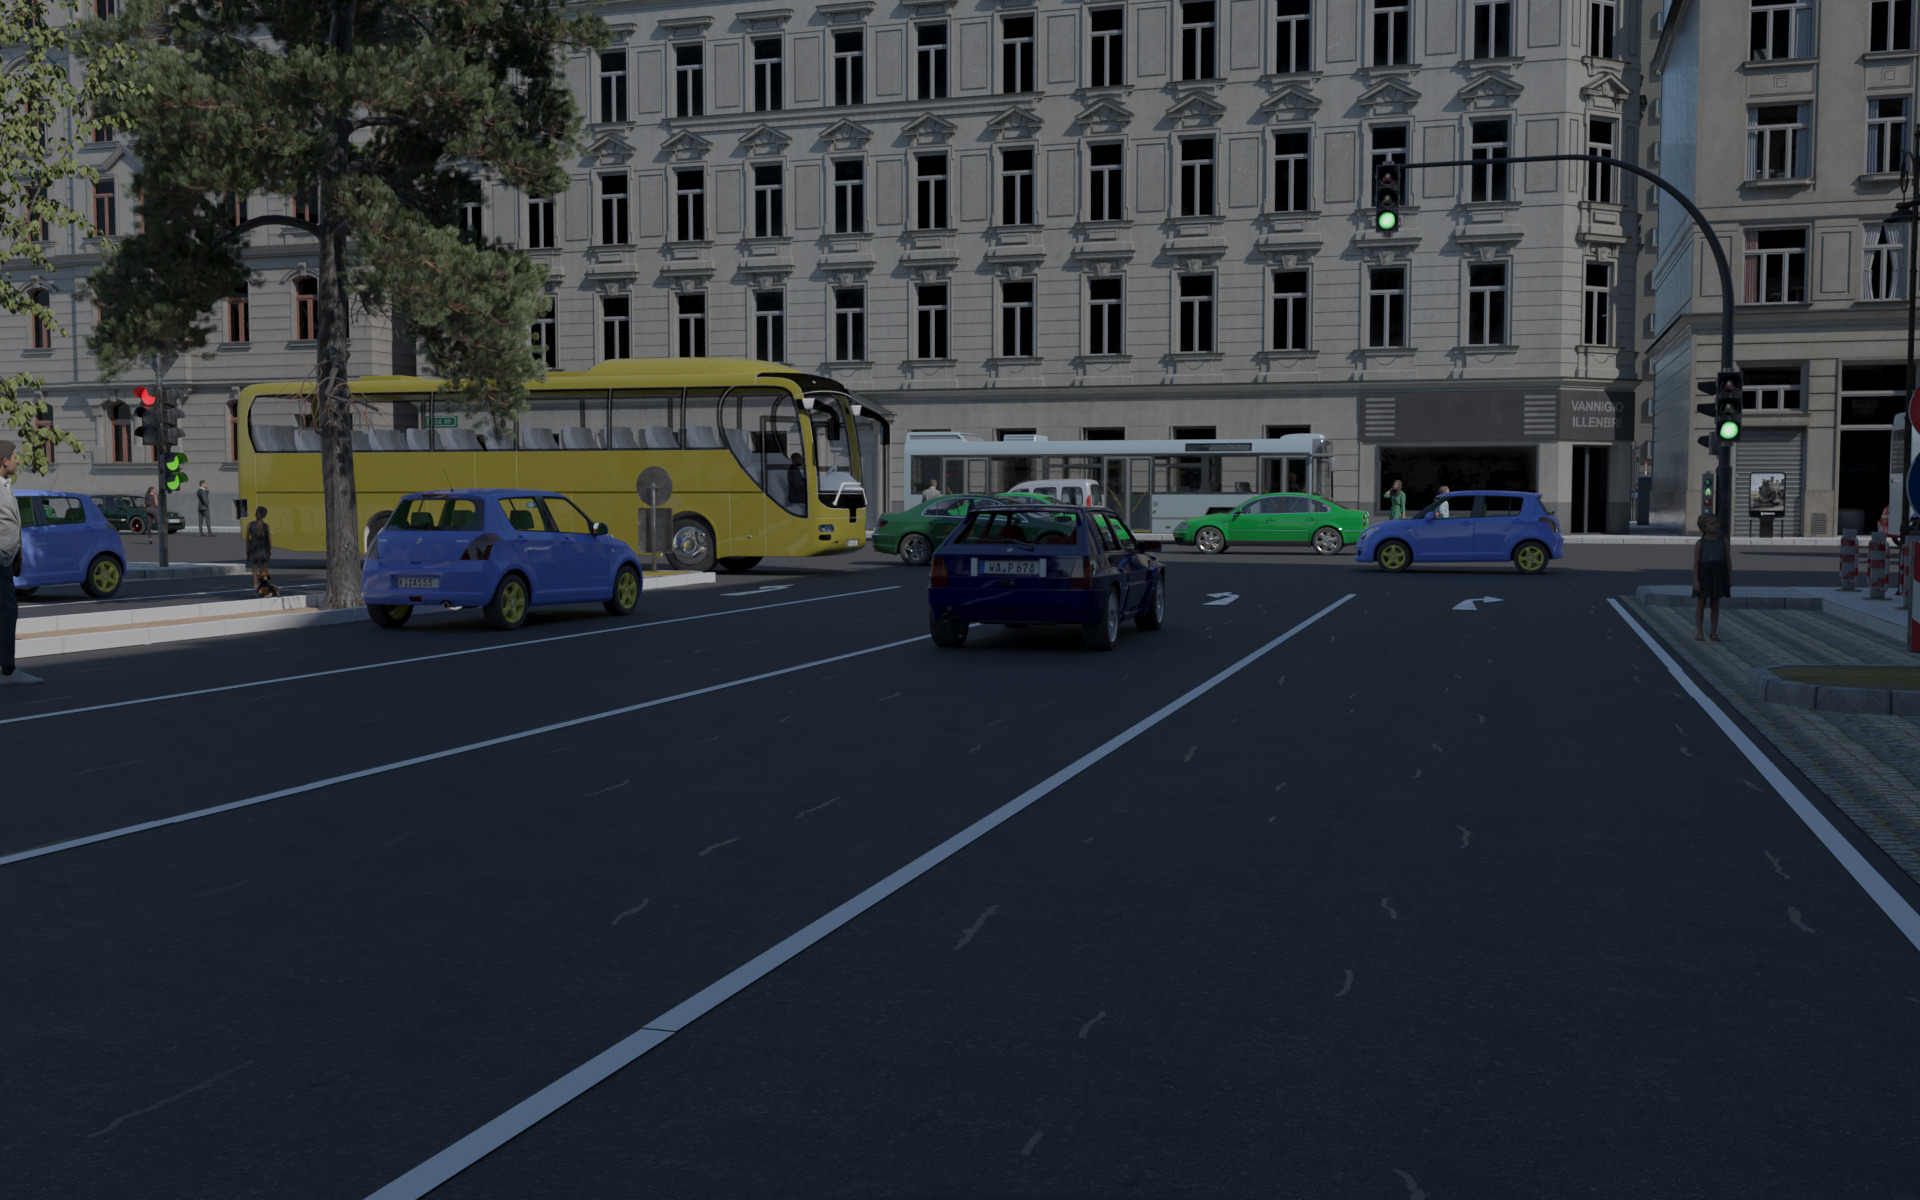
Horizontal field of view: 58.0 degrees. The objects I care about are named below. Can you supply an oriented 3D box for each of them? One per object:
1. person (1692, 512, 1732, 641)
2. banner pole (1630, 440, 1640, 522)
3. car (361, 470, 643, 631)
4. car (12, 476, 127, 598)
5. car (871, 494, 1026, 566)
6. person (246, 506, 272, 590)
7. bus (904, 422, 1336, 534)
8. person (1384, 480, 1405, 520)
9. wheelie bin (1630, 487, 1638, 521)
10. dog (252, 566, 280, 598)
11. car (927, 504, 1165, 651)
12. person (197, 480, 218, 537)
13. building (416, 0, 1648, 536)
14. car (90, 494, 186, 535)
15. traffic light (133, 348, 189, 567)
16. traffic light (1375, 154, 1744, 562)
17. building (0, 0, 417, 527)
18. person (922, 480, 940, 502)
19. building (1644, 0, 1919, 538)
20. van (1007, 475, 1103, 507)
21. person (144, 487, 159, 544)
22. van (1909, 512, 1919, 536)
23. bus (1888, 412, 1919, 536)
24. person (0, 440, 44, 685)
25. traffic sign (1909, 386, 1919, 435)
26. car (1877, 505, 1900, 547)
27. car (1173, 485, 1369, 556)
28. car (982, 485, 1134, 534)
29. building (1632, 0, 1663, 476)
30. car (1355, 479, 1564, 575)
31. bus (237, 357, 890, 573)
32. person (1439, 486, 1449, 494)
[{"bbox_3d":[7.309,-0.223,16.823,0.362,1.253,0.373,1,4,11],"label":"person"},{"bbox_3d":[31.332,-5.518,80.241,0.401,3.779,0.863,0,4,6],"label":"banner pole"},{"bbox_3d":[-5.054,-0.615,19.642,1.945,1.707,3.694,1,4,19],"label":"car"},{"bbox_3d":[-12.991,-0.818,22.969,1.945,1.707,3.694,1,4,19],"label":"car"},{"bbox_3d":[0.667,-1.408,34.822,4.920,1.459,2.131,1,4,17],"label":"car"},{"bbox_3d":[-10.546,-0.787,26.042,0.362,1.253,0.373,-1,4,-12],"label":"person"},{"bbox_3d":[5.032,-3.406,50.550,13.247,3.499,2.948,1,4,17],"label":"bus"},{"bbox_3d":[11.536,-2.258,45.663,0.529,1.795,0.600,-3,5,-40],"label":"person"},{"bbox_3d":[31.959,-4.520,81.813,0.693,1.594,0.980,0,4,6],"label":"wheelie bin"},{"bbox_3d":[-9.819,-0.253,24.322,0.550,0.427,0.748,0,4,3],"label":"dog"},{"bbox_3d":[0.968,-0.292,17.363,1.945,1.354,3.894,1,4,17],"label":"car"},{"bbox_3d":[-25.381,-3.083,58.277,0.648,1.900,0.474,3,4,36],"label":"person"},{"bbox_3d":[2.407,-17.682,65.509,44.131,29.872,17.030,1,4,18],"label":"building"},{"bbox_3d":[-29.809,-3.192,61.968,4.222,1.686,2.009,1,4,18],"label":"car"},{"bbox_3d":[-14.006,-2.536,30.380,0.839,4.253,0.868,1,4,18],"label":"traffic light"},{"bbox_3d":[8.001,-2.972,23.255,4.771,5.953,1.251,1,4,18],"label":"traffic light"},{"bbox_3d":[-30.926,-17.549,74.308,23.554,28.519,14.401,1,4,18],"label":"building"},{"bbox_3d":[-0.757,-2.267,45.691,0.709,1.813,0.853,2,4,24],"label":"person"},{"bbox_3d":[37.651,-13.510,54.166,30.059,22.955,16.112,1,4,18],"label":"building"},{"bbox_3d":[1.955,-2.545,48.621,4.112,2.044,2.013,1,4,18],"label":"van"},{"bbox_3d":[-22.923,-2.410,49.365,0.593,1.643,0.415,-2,4,-26],"label":"person"},{"bbox_3d":[21.832,-1.843,34.511,5.245,2.365,2.240,1,4,17],"label":"van"},{"bbox_3d":[27.543,-2.583,37.085,13.247,3.499,2.948,1,4,19],"label":"bus"},{"bbox_3d":[-7.341,-0.286,13.029,0.795,1.843,0.661,-1,4,-16],"label":"person"},{"bbox_3d":[10.364,-1.107,18.200,0.768,2.556,0.104,1,4,19],"label":"traffic sign"},{"bbox_3d":[26.538,-2.217,45.283,4.494,1.783,2.155,1,4,17],"label":"car"},{"bbox_3d":[7.469,-1.996,41.427,4.718,1.807,1.959,1,4,16],"label":"car"},{"bbox_3d":[1.720,-1.953,40.726,4.718,1.807,1.959,1,4,17],"label":"car"},{"bbox_3d":[59.399,-30.992,130.424,21.300,48.544,21.600,1,4,18],"label":"building"},{"bbox_3d":[9.164,-1.362,31.854,3.694,1.707,1.945,1,4,18],"label":"car"},{"bbox_3d":[-7.566,-2.506,32.524,12.252,3.916,2.896,1,4,16],"label":"bus"},{"bbox_3d":[10.778,-1.734,38.655,0.330,1.601,0.589,1,4,15],"label":"person"}]
